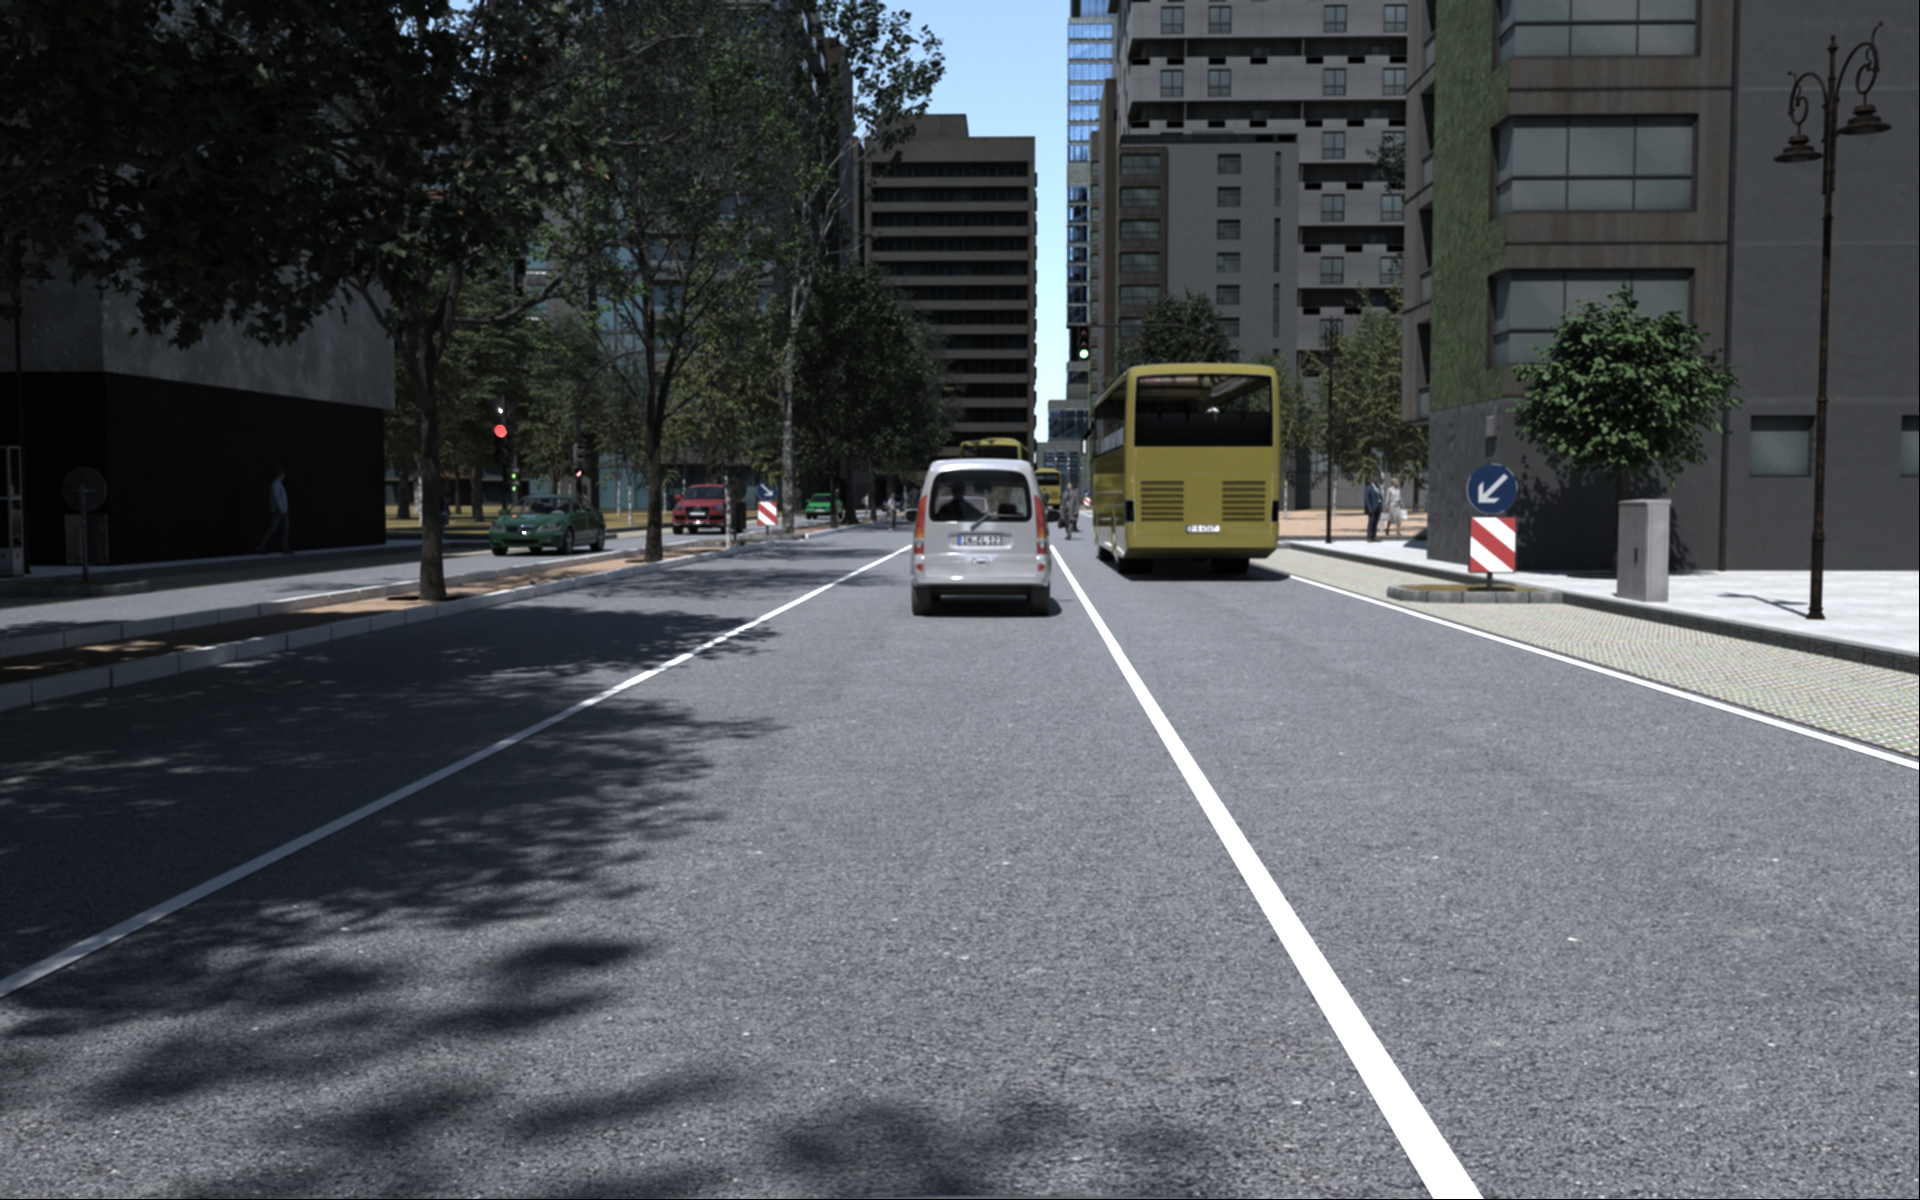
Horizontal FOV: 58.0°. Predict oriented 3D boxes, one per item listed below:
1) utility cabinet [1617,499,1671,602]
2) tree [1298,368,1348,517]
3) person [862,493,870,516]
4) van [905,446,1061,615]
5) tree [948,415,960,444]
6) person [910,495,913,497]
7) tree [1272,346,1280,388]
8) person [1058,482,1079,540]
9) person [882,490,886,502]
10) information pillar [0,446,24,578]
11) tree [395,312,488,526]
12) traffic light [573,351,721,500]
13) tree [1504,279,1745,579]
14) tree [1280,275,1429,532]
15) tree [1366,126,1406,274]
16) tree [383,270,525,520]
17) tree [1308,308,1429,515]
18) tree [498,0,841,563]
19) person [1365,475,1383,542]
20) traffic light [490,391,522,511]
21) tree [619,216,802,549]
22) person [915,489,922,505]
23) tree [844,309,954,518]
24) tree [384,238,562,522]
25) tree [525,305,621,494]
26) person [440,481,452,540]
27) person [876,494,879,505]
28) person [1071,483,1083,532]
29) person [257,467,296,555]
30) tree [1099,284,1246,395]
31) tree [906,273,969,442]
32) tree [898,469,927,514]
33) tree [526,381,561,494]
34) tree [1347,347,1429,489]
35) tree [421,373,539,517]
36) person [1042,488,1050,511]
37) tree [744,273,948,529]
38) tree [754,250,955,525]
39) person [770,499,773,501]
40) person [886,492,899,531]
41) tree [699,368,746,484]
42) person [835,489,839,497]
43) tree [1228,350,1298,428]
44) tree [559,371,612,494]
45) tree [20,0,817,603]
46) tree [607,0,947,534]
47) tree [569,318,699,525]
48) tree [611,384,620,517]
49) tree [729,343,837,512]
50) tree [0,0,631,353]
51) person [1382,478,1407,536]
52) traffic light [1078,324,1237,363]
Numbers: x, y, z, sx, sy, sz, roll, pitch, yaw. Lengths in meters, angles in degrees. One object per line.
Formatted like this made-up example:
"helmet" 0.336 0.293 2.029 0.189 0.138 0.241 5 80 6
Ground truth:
"utility cabinet" 8.266 -0.601 20.982 0.306 1.237 1.020 0 4 3
"tree" 21.283 -9.055 98.411 4.360 8.622 3.978 0 3 0
"person" -5.777 -5.876 107.165 0.503 1.515 0.523 2 4 32
"van" 0.283 -0.907 21.834 2.013 2.044 4.112 0 4 1
"tree" -4.119 -10.539 109.176 8.767 10.594 7.601 0 4 2
"person" -5.497 -11.738 200.278 0.599 1.838 0.709 -2 4 -32
"tree" 16.515 -8.316 86.333 4.737 8.622 4.395 0 3 0
"person" 3.401 -2.802 54.408 0.694 1.812 0.767 2 4 31
"person" -8.144 -10.836 185.634 0.705 1.831 1.348 1 4 11
"information pillar" -14.575 -1.346 26.497 0.304 2.012 0.304 0 4 5
"tree" -21.321 -7.258 69.028 4.360 8.622 3.978 0 3 0
"traffic light" -9.983 -4.909 54.936 4.771 5.953 1.251 0 4 2
"tree" 10.147 -2.620 26.544 4.285 4.588 4.351 0 3 0
"tree" 13.883 -6.571 57.793 4.737 8.622 4.395 0 3 0
"tree" 23.840 -13.323 73.726 12.611 20.169 13.585 0 3 0
"tree" -28.105 -11.037 87.110 9.857 13.997 8.962 0 3 0
"tree" 25.121 -11.472 105.690 7.486 12.596 7.792 0 3 0
"tree" -6.294 -6.575 35.711 9.928 11.665 9.643 0 3 0
"person" 11.066 -2.455 46.359 0.721 1.800 0.419 -3 5 -41
"traffic light" -12.343 -3.552 46.990 0.839 4.253 0.868 0 4 2
"tree" -6.020 -5.627 44.829 4.737 8.622 4.395 0 3 0
"person" -2.557 -6.215 110.530 0.576 1.772 0.534 -3 4 -39
"tree" -4.191 -11.064 101.484 7.486 12.596 7.792 0 3 0
"tree" -21.771 -9.773 77.908 7.486 12.596 7.792 0 3 0
"tree" -27.697 -12.956 118.477 9.857 13.997 8.962 0 3 0
"person" -15.175 -2.587 50.773 0.580 1.828 0.573 -1 4 -9
"person" -10.276 -12.414 211.408 0.705 1.831 1.348 2 4 33
"person" 4.388 -3.475 65.120 0.447 1.846 0.655 1 4 20
"person" -14.406 -1.871 36.497 0.748 1.841 0.638 0 4 0
"tree" 12.255 -10.906 95.318 9.611 12.733 9.660 0 3 0
"tree" -4.575 -10.936 91.633 12.009 13.543 11.850 0 3 0
"tree" -3.609 -9.969 115.812 4.737 8.622 4.395 0 3 0
"tree" -24.785 -9.559 106.656 4.737 8.622 4.395 0 3 0
"tree" 21.594 -8.281 85.762 4.360 8.622 3.978 0 3 0
"tree" -27.677 -10.001 97.922 7.601 10.594 8.767 3 5 41
"person" 5.911 -6.830 120.132 0.822 1.834 0.622 2 4 24
"tree" -5.151 -8.226 71.367 8.767 10.594 7.601 0 4 2
"tree" -5.127 -9.866 80.780 9.611 12.733 9.660 0 3 0
"person" -10.201 -4.922 93.226 0.590 1.304 0.306 2 4 31
"person" -2.606 -3.427 67.129 0.523 1.515 0.503 0 4 -8
"tree" -13.933 -8.957 96.810 4.360 8.622 3.978 0 3 0
"person" -8.761 -6.704 118.327 1.509 1.804 0.699 -2 4 -26
"tree" 20.776 -12.183 124.943 9.928 11.665 9.643 0 3 0
"tree" -19.400 -9.073 98.699 4.737 8.622 4.395 0 3 0
"tree" -7.067 -6.723 22.754 12.009 13.543 11.850 0 3 0
"tree" -7.157 -12.355 60.356 12.611 20.169 13.585 0 3 0
"tree" -13.818 -7.421 71.701 4.360 8.622 3.978 0 3 0
"tree" -14.174 -8.375 87.287 4.737 8.622 4.395 0 3 0
"tree" -11.895 -13.251 123.307 9.857 13.997 8.962 0 3 0
"tree" -7.527 -5.653 11.898 9.611 12.733 9.660 0 3 0
"person" 13.493 -2.897 53.765 0.694 1.780 0.624 -1 4 -9
"traffic light" 5.514 -4.379 46.269 4.771 5.953 1.251 0 4 2
